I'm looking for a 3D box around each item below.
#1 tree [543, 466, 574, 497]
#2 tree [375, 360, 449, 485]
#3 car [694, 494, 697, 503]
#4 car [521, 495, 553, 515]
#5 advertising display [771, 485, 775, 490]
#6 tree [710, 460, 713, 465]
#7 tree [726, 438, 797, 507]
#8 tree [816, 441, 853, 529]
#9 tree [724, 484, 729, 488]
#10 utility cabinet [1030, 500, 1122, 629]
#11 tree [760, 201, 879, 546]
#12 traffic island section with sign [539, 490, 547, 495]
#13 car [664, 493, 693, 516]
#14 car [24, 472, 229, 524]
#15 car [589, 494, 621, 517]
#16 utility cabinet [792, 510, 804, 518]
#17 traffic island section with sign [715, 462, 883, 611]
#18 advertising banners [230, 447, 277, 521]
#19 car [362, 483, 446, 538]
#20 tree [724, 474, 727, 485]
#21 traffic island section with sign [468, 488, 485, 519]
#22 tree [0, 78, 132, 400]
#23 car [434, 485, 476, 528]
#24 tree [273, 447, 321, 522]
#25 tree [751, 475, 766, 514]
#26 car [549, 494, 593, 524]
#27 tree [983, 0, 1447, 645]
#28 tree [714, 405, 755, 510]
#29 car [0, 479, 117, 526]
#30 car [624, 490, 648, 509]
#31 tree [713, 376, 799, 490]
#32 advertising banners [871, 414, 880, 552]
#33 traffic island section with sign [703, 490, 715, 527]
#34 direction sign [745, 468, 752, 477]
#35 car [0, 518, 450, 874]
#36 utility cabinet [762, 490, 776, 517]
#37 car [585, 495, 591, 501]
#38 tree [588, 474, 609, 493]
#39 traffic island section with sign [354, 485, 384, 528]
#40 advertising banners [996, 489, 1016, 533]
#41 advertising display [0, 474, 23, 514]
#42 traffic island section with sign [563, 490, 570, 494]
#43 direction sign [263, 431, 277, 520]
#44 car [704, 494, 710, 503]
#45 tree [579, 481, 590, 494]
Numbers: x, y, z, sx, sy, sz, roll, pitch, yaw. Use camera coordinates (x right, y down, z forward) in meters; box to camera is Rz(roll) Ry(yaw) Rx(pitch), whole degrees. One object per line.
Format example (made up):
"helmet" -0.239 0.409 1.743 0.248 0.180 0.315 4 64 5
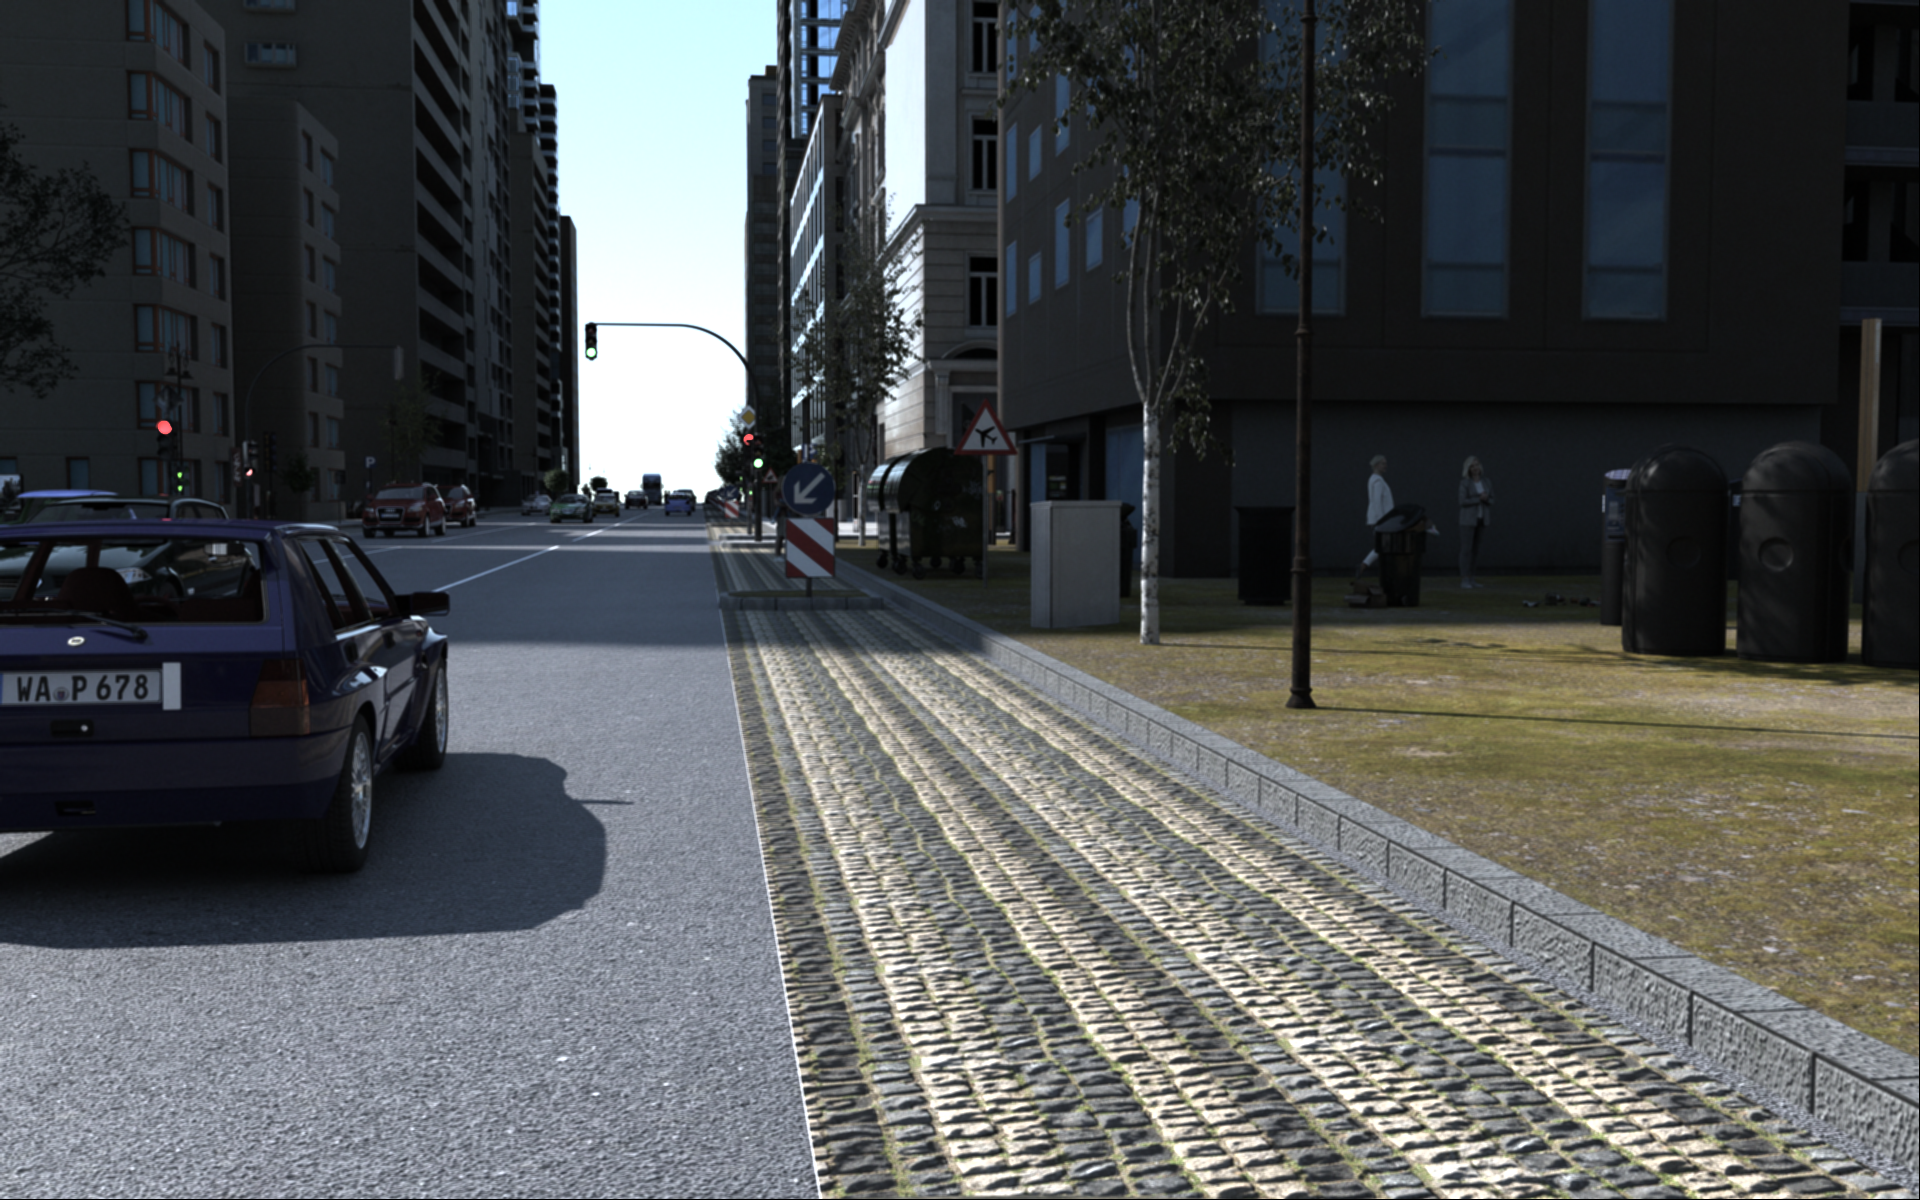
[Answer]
"tree" -45.733 -13.054 197.152 4.285 4.588 4.351 0 3 0
"tree" -30.223 -8.866 95.325 4.737 8.622 4.395 0 3 0
"car" -43.275 -16.482 278.279 1.959 1.807 4.718 -1 4 -10
"car" -28.691 -6.443 117.702 2.083 1.381 4.827 0 4 -8
"advertising display" -12.494 -6.806 116.486 0.974 1.923 0.123 0 4 -7
"tree" -29.686 -16.591 221.623 4.737 8.622 4.395 0 3 0
"tree" -10.454 -7.146 100.544 4.285 4.588 4.351 0 3 0
"tree" -4.939 -4.182 62.982 1.663 3.219 1.824 0 3 0
"tree" -37.026 -17.112 274.380 1.663 3.219 1.824 0 3 0
"utility cabinet" 1.129 -0.352 16.910 1.020 1.237 0.306 -3 5 -44
"tree" -2.504 -5.645 42.666 4.360 8.622 3.978 0 3 0
"traffic island section with sign" -36.242 -8.693 150.763 1.989 1.847 2.006 -1 4 -8
"car" -18.973 -6.547 116.633 1.945 1.707 3.694 -1 4 -8
"car" -8.169 -0.430 16.816 2.009 1.686 4.222 0 4 -7
"car" -22.335 -6.046 109.083 2.015 1.641 3.980 -1 4 -10
"utility cabinet" -7.822 -4.530 82.749 1.173 1.500 0.318 1 4 9
"traffic island section with sign" -2.076 -0.823 22.086 1.989 1.847 2.006 -1 4 -8
"advertising banners" -26.673 -4.234 65.418 0.090 3.025 2.074 2 4 27
"car" -18.648 -3.034 58.276 2.281 1.827 5.304 0 4 -7
"tree" -21.847 -11.543 172.435 4.285 4.588 4.351 0 3 0
"traffic island section with sign" -28.767 -5.644 100.913 1.989 1.847 2.006 -1 4 -8
"tree" -21.248 -6.102 34.184 7.601 10.594 8.767 2 4 34
"car" -22.152 -4.052 74.927 2.281 1.827 5.304 -1 4 -10
"tree" -26.772 -4.639 70.456 1.663 3.219 1.824 0 3 0
"tree" -13.407 -7.281 113.644 1.663 3.219 1.824 0 3 0
"car" -19.149 -4.505 85.454 2.131 1.459 4.920 0 4 -8
"tree" 1.862 -3.924 14.523 4.360 8.622 3.978 0 3 0
"tree" -18.742 -12.167 149.289 4.360 8.622 3.978 0 3 0
"car" -14.067 -1.072 27.111 1.945 1.707 3.694 0 4 -8
"car" -30.928 -9.592 165.502 2.281 1.827 5.304 -1 4 -9
"tree" -12.086 -9.576 106.924 4.737 8.622 4.395 0 3 0
"advertising banners" -1.726 -2.602 38.738 0.090 3.025 2.074 1 4 12
"traffic island section with sign" -10.113 -4.106 75.767 1.989 1.847 2.006 -1 4 -8
"direction sign" -15.069 -8.078 124.070 0.379 3.537 0.876 2 4 33
"car" -3.343 0.296 7.742 1.945 1.354 3.894 -1 4 -10
"utility cabinet" -10.842 -5.463 97.999 0.318 1.500 1.173 2 4 26
"car" -30.858 -7.814 140.113 2.083 1.381 4.827 -1 4 -10
"tree" -57.705 -17.906 276.480 4.285 4.588 4.351 0 3 0
"traffic island section with sign" -24.770 -4.009 74.177 1.989 1.847 2.006 -1 4 -8
"advertising banners" 1.846 -3.660 56.027 2.074 3.025 0.090 3 5 42
"advertising display" -30.070 -3.035 54.829 0.974 1.923 0.123 1 4 14
"traffic island section with sign" -40.227 -10.324 177.423 1.989 1.847 2.006 -1 4 -8
"direction sign" -25.004 -4.332 62.832 0.379 3.537 0.876 0 4 5
"car" -34.656 -14.140 240.976 2.009 1.686 4.222 -1 4 -9
"tree" -54.975 -15.913 254.779 1.663 3.219 1.824 0 3 0
